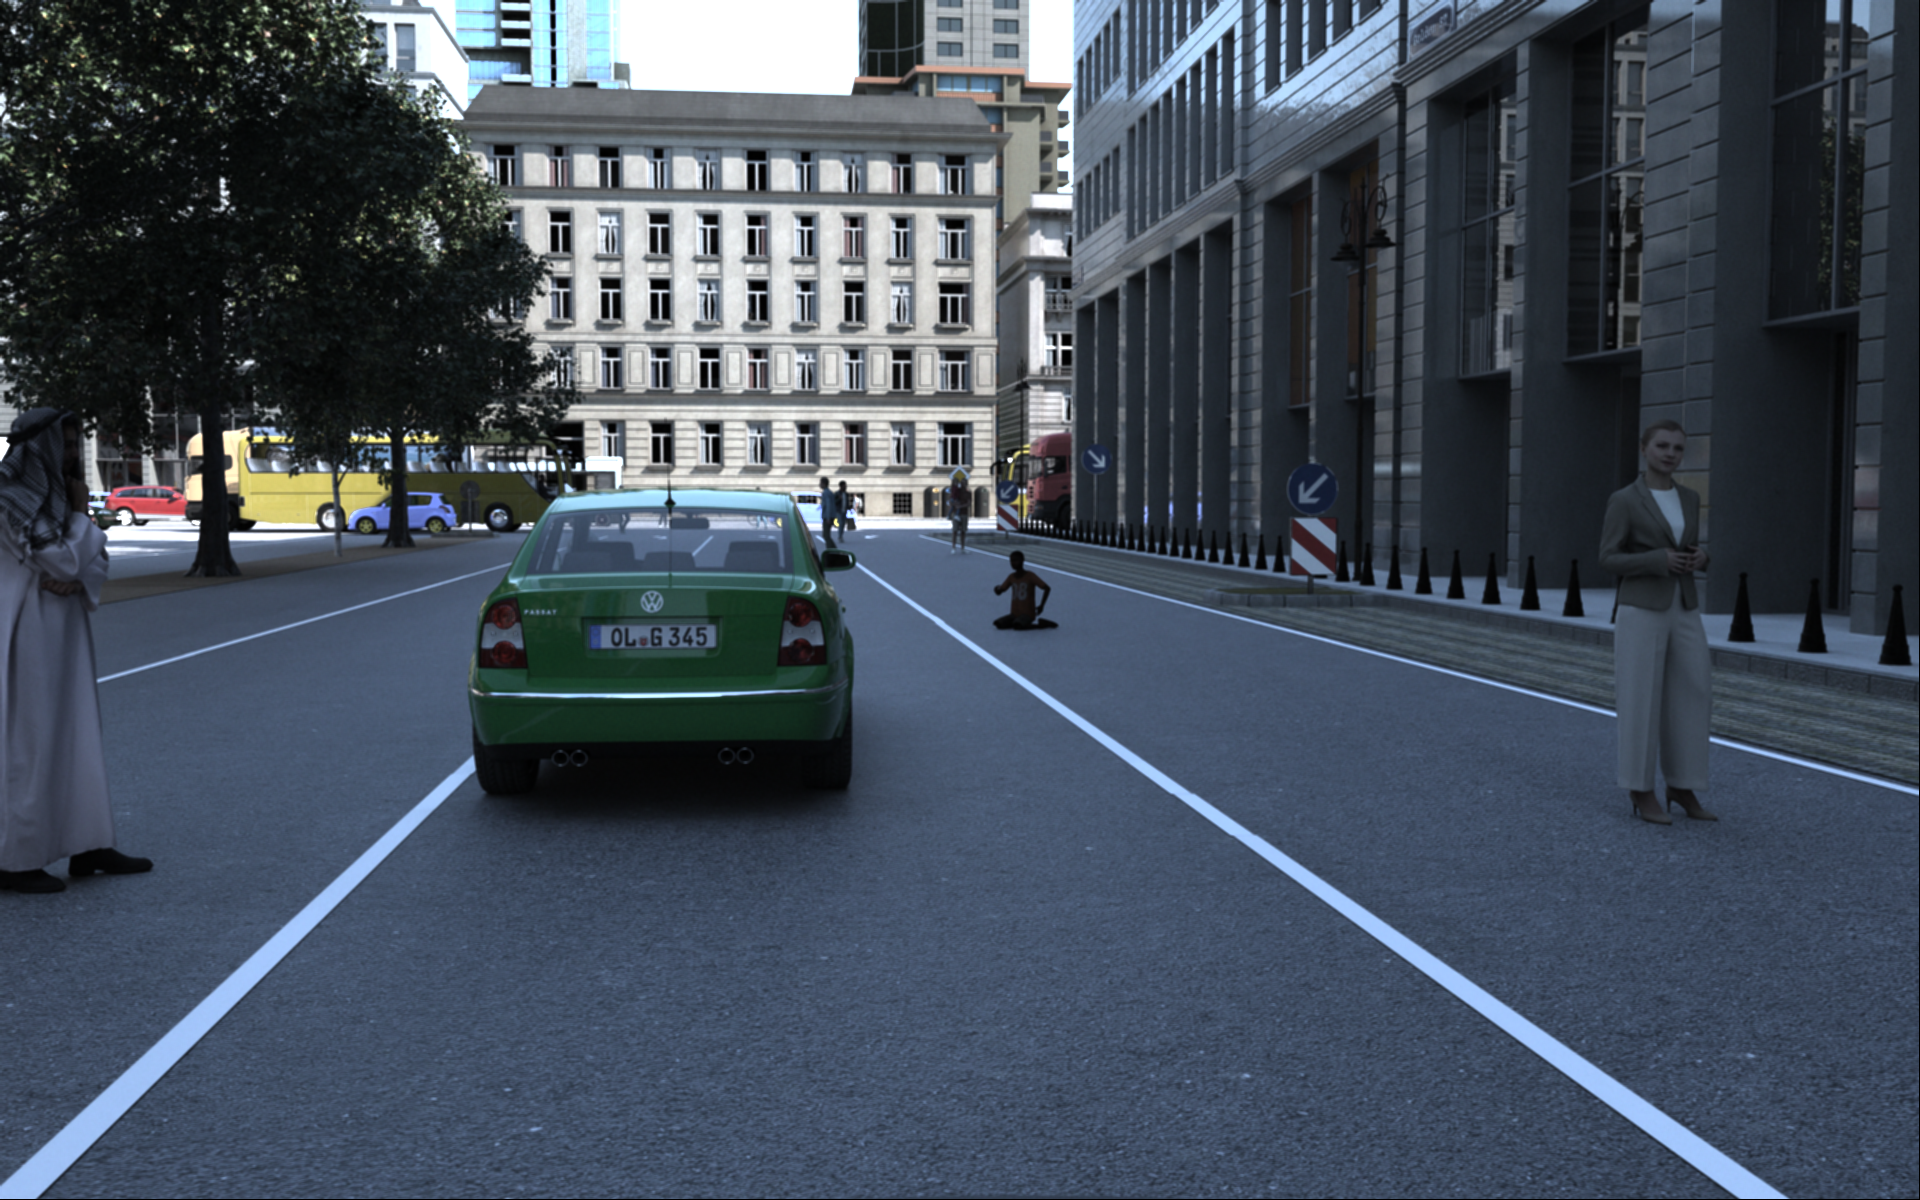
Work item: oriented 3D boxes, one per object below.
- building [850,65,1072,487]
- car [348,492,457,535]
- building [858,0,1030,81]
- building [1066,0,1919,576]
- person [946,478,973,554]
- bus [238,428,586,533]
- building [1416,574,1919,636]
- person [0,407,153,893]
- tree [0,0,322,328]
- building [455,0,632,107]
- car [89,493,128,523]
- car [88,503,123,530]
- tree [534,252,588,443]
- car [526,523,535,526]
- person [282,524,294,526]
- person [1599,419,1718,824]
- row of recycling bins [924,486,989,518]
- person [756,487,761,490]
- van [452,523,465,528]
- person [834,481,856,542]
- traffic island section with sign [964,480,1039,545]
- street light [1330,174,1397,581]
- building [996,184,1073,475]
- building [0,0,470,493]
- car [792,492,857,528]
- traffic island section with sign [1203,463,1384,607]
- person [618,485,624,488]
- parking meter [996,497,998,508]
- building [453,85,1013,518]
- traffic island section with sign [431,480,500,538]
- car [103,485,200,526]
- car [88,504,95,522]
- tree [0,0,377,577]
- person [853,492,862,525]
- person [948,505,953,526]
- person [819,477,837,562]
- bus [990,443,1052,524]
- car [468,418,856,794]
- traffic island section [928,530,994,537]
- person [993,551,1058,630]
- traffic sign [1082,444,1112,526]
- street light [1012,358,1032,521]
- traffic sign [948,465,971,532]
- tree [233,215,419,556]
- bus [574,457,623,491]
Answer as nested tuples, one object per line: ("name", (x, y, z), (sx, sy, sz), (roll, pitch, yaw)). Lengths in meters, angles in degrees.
("building", (-0.643, -32.245, 181.834), (22.147, 44.769, 28.867), (0, 4, -7))
("car", (-19.926, -3.197, 61.868), (3.694, 1.707, 1.945), (0, 4, -8))
("building", (-3.422, -46.934, 205.620), (20.563, 71.187, 20.611), (0, 4, -7))
("building", (10.762, -16.237, 42.976), (11.434, 29.767, 29.804), (0, 4, -7))
("person", (-0.034, -2.026, 41.595), (0.573, 1.828, 0.580), (2, 4, 35))
("bus", (-20.455, -4.501, 65.131), (12.252, 3.916, 2.896), (0, 4, -5))
("building", (14.072, -14.391, 12.786), (11.434, 29.767, 29.804), (0, 4, -7))
("person", (-3.298, 0.177, 6.282), (0.621, 1.740, 0.551), (-1, 4, -23))
("tree", (-11.601, -5.097, 20.202), (8.767, 10.594, 7.601), (0, 4, -7))
("building", (-61.198, -57.698, 256.036), (31.000, 86.520, 22.319), (0, 4, -7))
("car", (-42.668, -4.610, 84.967), (3.694, 1.707, 1.945), (0, 4, -6))
("car", (-35.392, -3.583, 68.362), (4.222, 1.686, 2.009), (-1, 4, -8))
("tree", (-15.072, -7.755, 46.259), (9.611, 12.733, 9.660), (0, 3, 0))
("car", (-17.794, -4.071, 78.571), (4.499, 1.417, 2.014), (0, 4, -5))
("person", (-30.377, -4.223, 78.223), (0.598, 1.740, 0.731), (-2, 4, -32))
("person", (3.068, 0.091, 7.556), (0.519, 1.759, 0.362), (-1, 4, -14))
("row of recycling bins", (-0.200, -5.274, 93.342), (3.534, 1.692, 1.069), (0, 4, -6))
("person", (-8.215, -3.776, 71.081), (0.563, 1.720, 0.643), (-3, 5, -40))
("van", (-22.881, -4.076, 73.649), (4.112, 2.044, 2.013), (0, 4, -6))
("person", (-3.448, -2.612, 51.194), (0.794, 1.824, 0.713), (-2, 4, -28))
("traffic island section with sign", (1.137, -2.499, 49.486), (1.989, 1.847, 2.006), (0, 4, -7))
("street light", (5.881, -3.219, 25.424), (0.468, 5.910, 1.993), (0, 4, -7))
("building", (14.562, -15.929, 102.234), (24.055, 21.916, 13.314), (0, 4, -7))
("building", (-42.643, -19.363, 94.082), (29.804, 29.767, 11.434), (0, 4, -7))
("car", (-6.209, -3.875, 72.950), (3.694, 1.707, 1.945), (0, 4, -7))
("traffic island section with sign", (4.277, -0.862, 22.714), (1.989, 1.847, 2.006), (0, 4, -7))
("person", (-12.259, -3.264, 62.354), (0.515, 1.767, 0.782), (3, 4, 38))
("parking meter", (3.193, -9.098, 154.461), (0.255, 1.863, 0.399), (1, 4, 14))
("building", (-12.993, -16.315, 100.028), (30.059, 22.955, 16.112), (0, 4, -7))
("traffic island section with sign", (-16.376, -3.021, 57.523), (2.006, 1.907, 1.989), (0, 4, -7))
("car", (-35.762, -4.246, 78.098), (5.304, 1.827, 2.281), (0, 4, -5))
("car", (-35.296, -3.433, 64.810), (5.304, 1.827, 2.281), (0, 4, -8))
("tree", (-12.979, -6.754, 29.890), (9.611, 12.733, 9.660), (0, 3, 0))
("person", (-4.841, -4.256, 80.673), (0.523, 1.515, 0.503), (-3, 5, -41))
("person", (-0.234, -4.204, 77.365), (0.434, 1.807, 0.598), (-2, 4, -34))
("person", (-2.738, -1.679, 36.302), (0.444, 1.785, 0.601), (1, 4, 19))
("bus", (7.670, -5.519, 81.789), (12.252, 3.916, 2.896), (0, 4, -6))
("car", (-1.540, -0.055, 9.700), (1.959, 1.807, 4.718), (0, 4, -5))
("traffic island section", (0.001, -2.258, 59.194), (2.009, 0.180, 2.903), (0, 4, -7))
("person", (0.609, -0.096, 18.364), (0.859, 0.850, 0.655), (3, 4, 37))
("traffic sign", (3.465, -2.685, 44.013), (0.768, 2.556, 0.104), (0, 4, -3))
("street light", (2.095, -5.256, 58.716), (0.468, 5.910, 1.993), (0, 4, -7))
("traffic sign", (-0.022, -3.393, 59.114), (0.795, 2.450, 0.064), (0, 4, -7))
("tree", (-14.136, -5.276, 39.077), (4.737, 8.622, 4.395), (0, 3, 0))
("bus", (-23.585, -5.593, 86.311), (13.247, 3.499, 2.948), (0, 4, -8))
